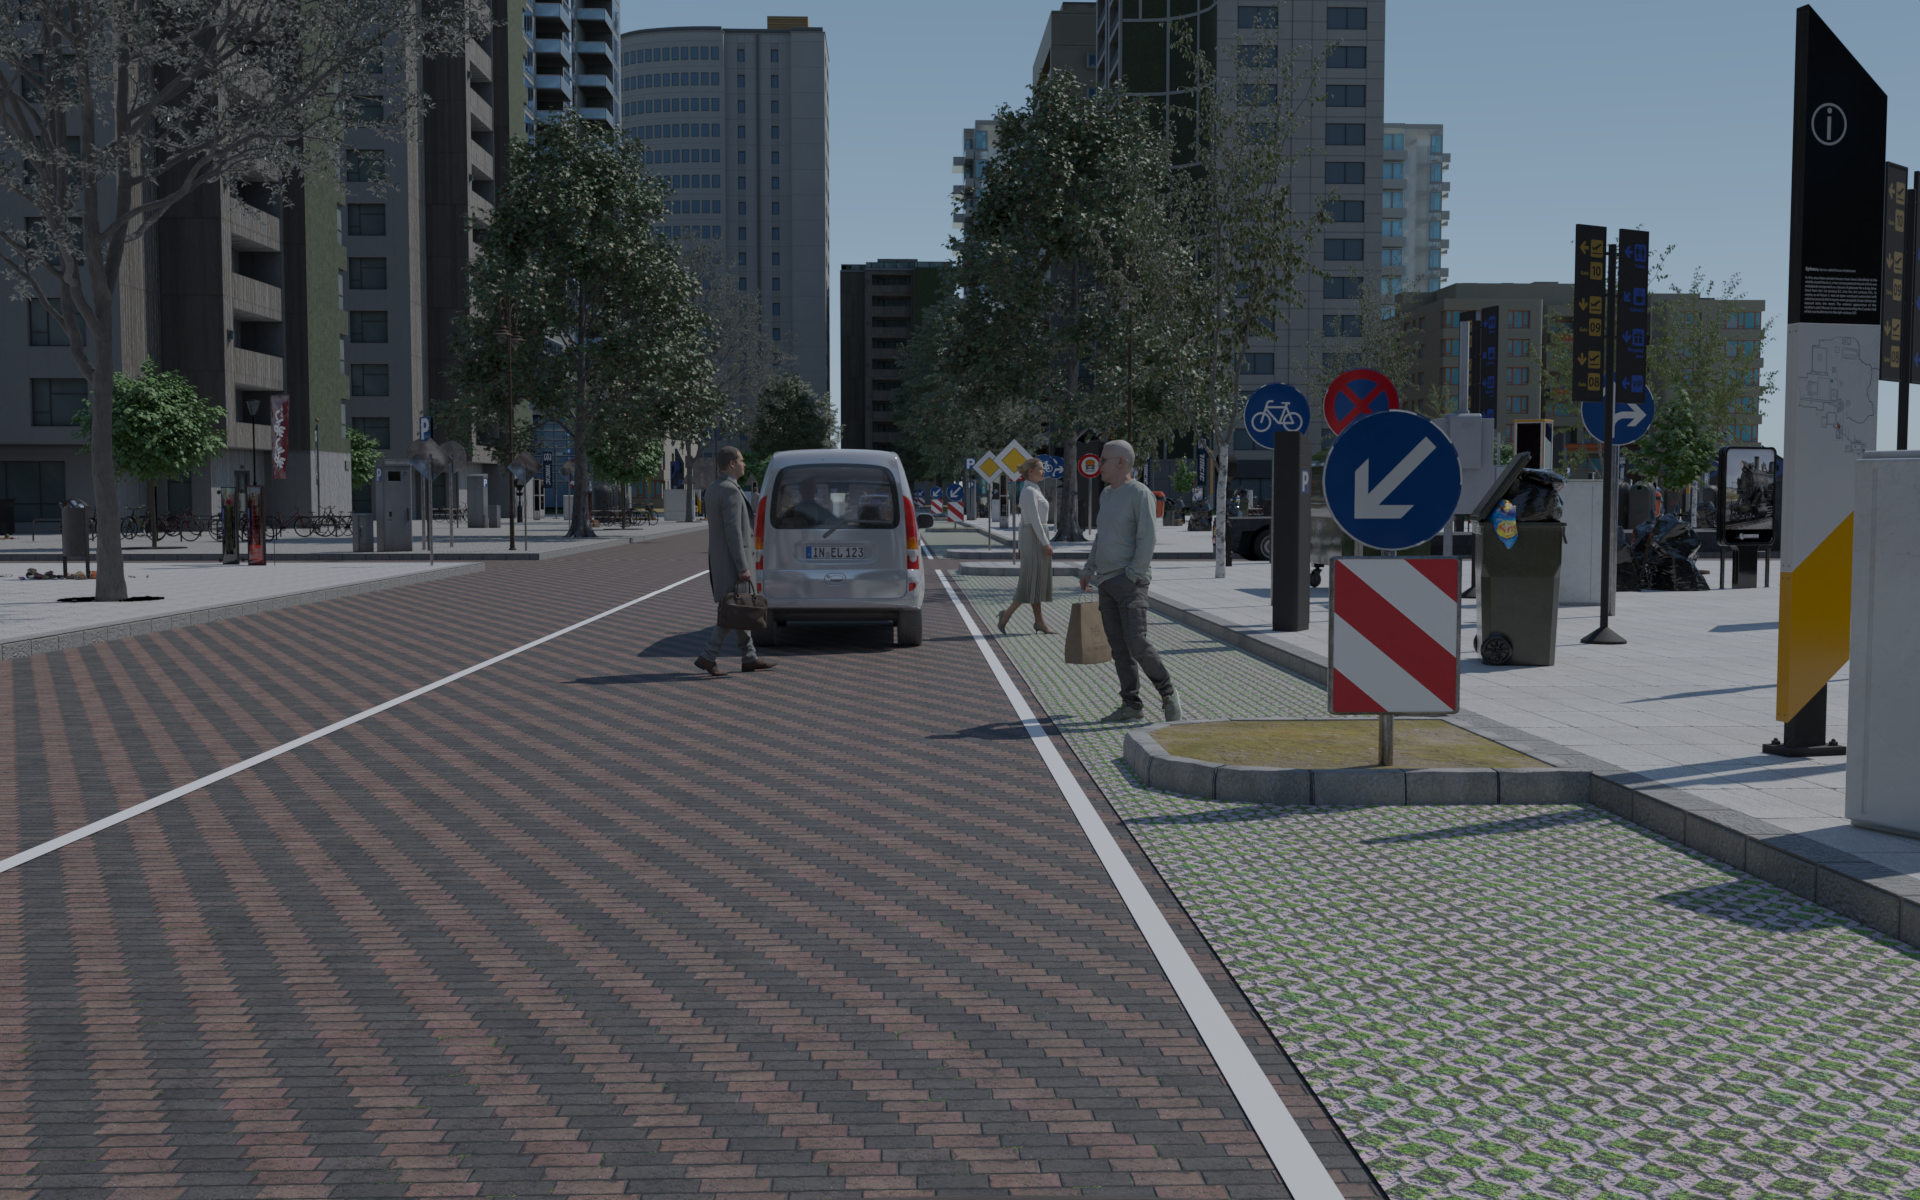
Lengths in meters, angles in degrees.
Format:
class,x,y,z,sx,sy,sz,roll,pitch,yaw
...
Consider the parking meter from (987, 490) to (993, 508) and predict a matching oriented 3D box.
class,x,y,z,sx,sy,sz,roll,pitch,yaw
parking meter,1.928,-6.247,110.543,0.372,1.533,0.369,0,3,0

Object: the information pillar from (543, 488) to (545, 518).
class,x,y,z,sx,sy,sz,roll,pitch,yaw
information pillar,-22.040,-5.290,90.986,0.304,2.012,0.304,3,4,38

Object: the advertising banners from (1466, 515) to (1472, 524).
class,x,y,z,sx,sy,sz,roll,pitch,yaw
advertising banners,22.358,-4.846,75.425,2.074,3.025,0.090,-3,5,-41

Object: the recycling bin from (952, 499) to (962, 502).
class,x,y,z,sx,sy,sz,roll,pitch,yaw
recycling bin,-0.041,-6.008,110.789,0.722,1.027,0.722,3,4,39

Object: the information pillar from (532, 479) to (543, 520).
class,x,y,z,sx,sy,sz,roll,pitch,yaw
information pillar,-20.824,-4.932,85.135,0.304,2.012,0.304,-1,4,-22

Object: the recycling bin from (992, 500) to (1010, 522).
class,x,y,z,sx,sy,sz,roll,pitch,yaw
recycling bin,1.868,-4.082,79.296,0.722,1.027,0.722,1,4,12

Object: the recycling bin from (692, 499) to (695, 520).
class,x,y,z,sx,sy,sz,roll,pitch,yaw
recycling bin,-13.811,-4.571,87.282,0.722,1.027,0.722,-2,4,-29

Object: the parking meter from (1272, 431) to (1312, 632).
class,x,y,z,sx,sy,sz,roll,pitch,yaw
parking meter,3.120,-0.646,16.270,0.255,1.863,0.399,2,4,31

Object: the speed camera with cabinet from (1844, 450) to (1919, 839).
class,x,y,z,sx,sy,sz,roll,pitch,yaw
speed camera with cabinet,4.444,-0.759,6.753,2.038,3.252,0.660,-2,4,-24

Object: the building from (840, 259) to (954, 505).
class,x,y,z,sx,sy,sz,roll,pitch,yaw
building,-7.892,-27.152,215.628,14.107,30.474,14.160,0,4,-2

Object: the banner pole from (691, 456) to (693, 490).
class,x,y,z,sx,sy,sz,roll,pitch,yaw
banner pole,-17.330,-7.537,113.243,0.863,3.779,0.401,-3,4,-36

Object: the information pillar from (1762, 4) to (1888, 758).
class,x,y,z,sx,sy,sz,roll,pitch,yaw
information pillar,4.249,-1.046,8.464,0.504,3.616,0.183,-1,4,-14

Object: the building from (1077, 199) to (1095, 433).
class,x,y,z,sx,sy,sz,roll,pitch,yaw
building,16.538,-23.214,151.244,14.160,30.474,14.107,0,4,-2

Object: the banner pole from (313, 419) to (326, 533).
class,x,y,z,sx,sy,sz,roll,pitch,yaw
banner pole,-21.230,-4.110,57.223,0.401,3.779,0.863,-1,4,-14

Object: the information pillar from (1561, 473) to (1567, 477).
class,x,y,z,sx,sy,sz,roll,pitch,yaw
information pillar,20.851,-3.400,60.084,0.304,2.012,0.304,3,4,37

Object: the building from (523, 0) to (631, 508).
class,x,y,z,sx,sy,sz,roll,pitch,yaw
building,-36.130,-49.803,126.958,22.319,86.520,31.000,0,4,-2

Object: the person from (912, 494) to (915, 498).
class,x,y,z,sx,sy,sz,roll,pitch,yaw
person,-4.754,-10.210,176.903,0.415,1.643,0.593,0,4,-5

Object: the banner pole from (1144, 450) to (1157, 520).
class,x,y,z,sx,sy,sz,roll,pitch,yaw
banner pole,9.344,-5.860,85.836,0.863,3.779,0.401,1,4,22

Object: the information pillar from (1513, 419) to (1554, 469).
class,x,y,z,sx,sy,sz,roll,pitch,yaw
information pillar,5.674,-0.777,17.192,0.304,2.012,0.304,2,4,35

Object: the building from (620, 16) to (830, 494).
class,x,y,z,sx,sy,sz,roll,pitch,yaw
building,-30.504,-41.305,217.329,28.212,58.520,21.231,0,4,-2

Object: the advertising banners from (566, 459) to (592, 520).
class,x,y,z,sx,sy,sz,roll,pitch,yaw
advertising banners,-18.707,-5.551,86.952,2.074,3.025,0.090,0,4,-4

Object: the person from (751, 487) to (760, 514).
class,x,y,z,sx,sy,sz,roll,pitch,yaw
person,-9.980,-4.711,85.891,0.716,1.782,0.532,2,4,33

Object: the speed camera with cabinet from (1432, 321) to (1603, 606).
class,x,y,z,sx,sy,sz,roll,pitch,yaw
speed camera with cabinet,6.483,-1.577,20.113,2.038,3.252,0.660,0,4,2

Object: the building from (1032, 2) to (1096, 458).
class,x,y,z,sx,sy,sz,roll,pitch,yaw
building,18.506,-33.350,168.971,21.300,48.544,21.600,0,4,-2

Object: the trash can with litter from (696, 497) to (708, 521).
class,x,y,z,sx,sy,sz,roll,pitch,yaw
trash can with litter,-12.227,-4.462,84.007,1.678,1.210,2.233,0,4,-5

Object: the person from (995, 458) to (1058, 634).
class,x,y,z,sx,sy,sz,roll,pitch,yaw
person,0.677,-0.540,17.557,0.641,1.798,0.478,1,4,11

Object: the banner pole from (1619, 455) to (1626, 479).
class,x,y,z,sx,sy,sz,roll,pitch,yaw
banner pole,37.385,-6.613,98.146,0.401,3.779,0.863,-2,4,-28

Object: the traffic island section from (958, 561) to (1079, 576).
class,x,y,z,sx,sy,sz,roll,pitch,yaw
traffic island section,1.003,-0.559,31.423,2.009,0.180,2.903,0,4,-2

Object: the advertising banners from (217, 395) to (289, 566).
class,x,y,z,sx,sy,sz,roll,pitch,yaw
advertising banners,-12.664,-2.134,31.075,2.074,3.025,0.090,2,4,32

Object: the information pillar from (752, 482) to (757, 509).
class,x,y,z,sx,sy,sz,roll,pitch,yaw
information pillar,-12.143,-5.984,102.322,0.304,2.012,0.304,-1,4,-13

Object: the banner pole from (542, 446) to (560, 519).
class,x,y,z,sx,sy,sz,roll,pitch,yaw
banner pole,-21.089,-6.075,89.348,0.863,3.779,0.401,-1,4,-18

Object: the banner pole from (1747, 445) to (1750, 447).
class,x,y,z,sx,sy,sz,roll,pitch,yaw
banner pole,40.616,-6.040,88.767,0.863,3.779,0.401,0,4,3

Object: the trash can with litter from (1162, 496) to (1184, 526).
class,x,y,z,sx,sy,sz,roll,pitch,yaw
trash can with litter,8.443,-3.537,69.212,1.055,1.170,0.624,-3,5,-42

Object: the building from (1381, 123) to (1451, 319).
class,x,y,z,sx,sy,sz,roll,pitch,yaw
building,45.796,-36.845,222.017,30.456,49.044,23.786,0,4,-2

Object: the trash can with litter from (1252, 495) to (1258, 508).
class,x,y,z,sx,sy,sz,roll,pitch,yaw
trash can with litter,16.367,-5.334,98.266,2.233,1.210,1.678,3,5,43

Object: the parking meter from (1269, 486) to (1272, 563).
class,x,y,z,sx,sy,sz,roll,pitch,yaw
parking meter,5.942,-1.453,32.173,0.372,1.533,0.369,0,3,0

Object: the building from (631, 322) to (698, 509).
class,x,y,z,sx,sy,sz,roll,pitch,yaw
building,-40.946,-19.547,164.635,28.899,21.520,27.650,0,4,-2

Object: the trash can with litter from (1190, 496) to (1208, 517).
class,x,y,z,sx,sy,sz,roll,pitch,yaw
trash can with litter,12.668,-4.870,91.005,1.055,1.170,0.624,-1,4,-12

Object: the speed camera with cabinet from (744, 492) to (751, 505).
class,x,y,z,sx,sy,sz,roll,pitch,yaw
speed camera with cabinet,-14.620,-7.295,113.606,0.660,3.252,2.038,3,5,40

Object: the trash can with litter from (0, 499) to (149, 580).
class,x,y,z,sx,sy,sz,roll,pitch,yaw
trash can with litter,-13.683,-0.942,26.452,2.233,1.210,1.678,2,4,25

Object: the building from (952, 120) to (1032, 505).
class,x,y,z,sx,sy,sz,roll,pitch,yaw
building,14.187,-36.761,220.647,30.456,49.044,23.786,0,4,-2

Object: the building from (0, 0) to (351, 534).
class,x,y,z,sx,sy,sz,roll,pitch,yaw
building,-30.925,-17.685,60.855,14.160,30.474,14.107,0,4,-2

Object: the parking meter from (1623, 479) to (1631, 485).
class,x,y,z,sx,sy,sz,roll,pitch,yaw
parking meter,25.769,-3.745,66.939,0.255,1.863,0.399,2,4,26

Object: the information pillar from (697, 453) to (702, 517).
class,x,y,z,sx,sy,sz,roll,pitch,yaw
information pillar,-14.798,-6.537,98.236,0.183,3.616,0.504,-2,4,-24

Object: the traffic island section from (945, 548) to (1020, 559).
class,x,y,z,sx,sy,sz,roll,pitch,yaw
traffic island section,0.691,-1.047,39.402,2.009,0.180,2.903,0,4,-2

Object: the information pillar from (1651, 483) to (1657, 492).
class,x,y,z,sx,sy,sz,roll,pitch,yaw
information pillar,30.009,-4.321,75.145,0.304,2.012,0.304,-2,4,-26

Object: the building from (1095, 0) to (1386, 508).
class,x,y,z,sx,sy,sz,roll,pitch,yaw
building,19.590,-42.474,132.699,20.563,71.187,20.611,0,4,-2

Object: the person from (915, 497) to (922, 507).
class,x,y,z,sx,sy,sz,roll,pitch,yaw
person,-4.453,-10.319,177.941,1.217,1.743,0.721,0,4,0

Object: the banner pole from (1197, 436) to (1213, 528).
class,x,y,z,sx,sy,sz,roll,pitch,yaw
banner pole,9.247,-4.606,65.320,0.401,3.779,0.863,-3,5,-41

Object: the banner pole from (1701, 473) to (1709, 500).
class,x,y,z,sx,sy,sz,roll,pitch,yaw
banner pole,32.980,-5.302,76.703,0.863,3.779,0.401,-3,4,-38

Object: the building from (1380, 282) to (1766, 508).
class,x,y,z,sx,sy,sz,roll,pitch,yaw
building,56.573,-19.724,167.528,28.899,21.520,27.650,0,4,-2

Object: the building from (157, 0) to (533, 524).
class,x,y,z,sx,sy,sz,roll,pitch,yaw
building,-30.548,-19.389,88.713,14.160,30.474,14.107,0,4,-2

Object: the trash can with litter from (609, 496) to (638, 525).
class,x,y,z,sx,sy,sz,roll,pitch,yaw
trash can with litter,-14.458,-3.821,73.536,1.678,1.210,2.233,1,4,16

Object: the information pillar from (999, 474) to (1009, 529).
class,x,y,z,sx,sy,sz,roll,pitch,yaw
information pillar,1.638,-3.656,64.270,0.304,2.012,0.304,1,4,12

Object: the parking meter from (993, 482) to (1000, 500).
class,x,y,z,sx,sy,sz,roll,pitch,yaw
parking meter,1.770,-4.682,82.270,0.399,1.863,0.255,1,4,23
